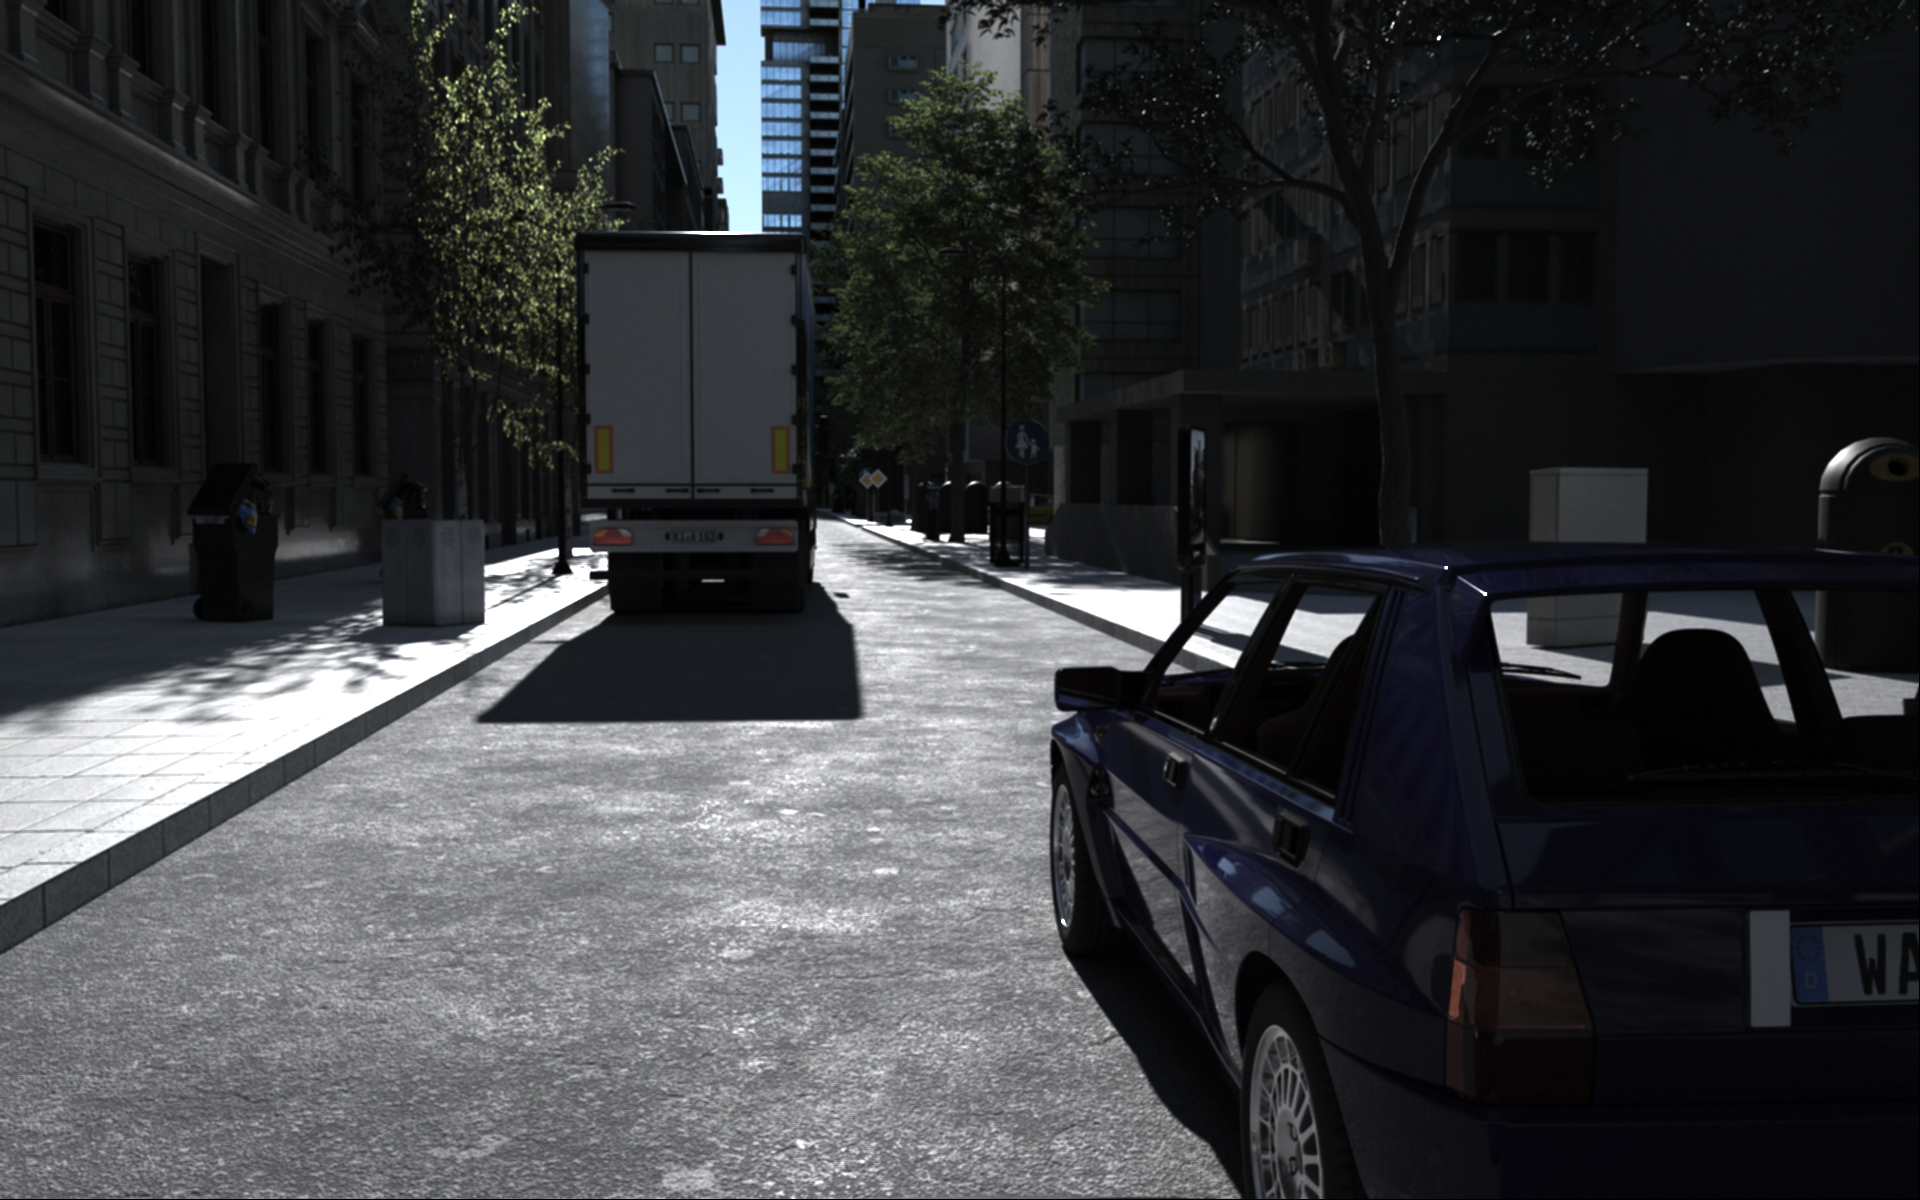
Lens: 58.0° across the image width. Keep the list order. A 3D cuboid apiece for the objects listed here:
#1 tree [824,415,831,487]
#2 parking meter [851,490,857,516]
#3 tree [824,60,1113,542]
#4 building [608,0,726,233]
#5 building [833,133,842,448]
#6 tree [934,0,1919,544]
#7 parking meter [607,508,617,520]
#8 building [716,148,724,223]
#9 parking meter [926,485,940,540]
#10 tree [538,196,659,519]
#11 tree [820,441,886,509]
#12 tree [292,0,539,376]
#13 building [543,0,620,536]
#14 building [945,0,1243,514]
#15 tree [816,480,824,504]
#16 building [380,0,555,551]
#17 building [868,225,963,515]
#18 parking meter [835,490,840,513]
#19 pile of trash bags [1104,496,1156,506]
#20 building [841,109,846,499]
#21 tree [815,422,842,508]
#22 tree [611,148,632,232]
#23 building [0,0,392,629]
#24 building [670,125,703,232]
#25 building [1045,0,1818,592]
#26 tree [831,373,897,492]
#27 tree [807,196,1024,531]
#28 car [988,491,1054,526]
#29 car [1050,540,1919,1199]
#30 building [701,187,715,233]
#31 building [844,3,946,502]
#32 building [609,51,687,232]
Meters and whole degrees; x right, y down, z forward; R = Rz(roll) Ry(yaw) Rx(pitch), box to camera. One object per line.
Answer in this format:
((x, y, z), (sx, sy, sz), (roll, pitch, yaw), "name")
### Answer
((-6.595, -9.711, 109.131), (4.737, 8.622, 4.395), (0, 3, 0), "tree")
((-6.296, -5.790, 103.084), (0.372, 1.533, 0.369), (0, 3, 0), "parking meter")
((0.349, -7.821, 46.006), (7.486, 12.596, 7.792), (0, 3, 0), "tree")
((-38.358, -35.862, 175.580), (28.713, 52.752, 27.495), (0, 4, -6), "building")
((-3.897, -36.122, 210.206), (23.786, 49.044, 30.456), (0, 4, -6), "building")
((3.148, -4.762, 12.265), (8.767, 10.594, 7.601), (0, 4, -1), "tree")
((-10.009, -2.546, 50.033), (0.372, 1.533, 0.369), (0, 3, 0), "parking meter")
((-43.895, -36.043, 208.904), (30.456, 49.044, 23.786), (0, 4, -6), "building")
((-0.752, -2.446, 48.398), (0.372, 1.533, 0.369), (0, 3, 0), "parking meter")
((-8.448, -5.657, 42.852), (4.737, 8.622, 4.395), (0, 3, 0), "tree")
((-4.643, -6.592, 91.494), (4.285, 4.588, 4.351), (0, 3, 0), "tree")
((-6.894, -4.490, 23.766), (4.360, 8.622, 3.978), (0, 3, 0), "tree")
((-21.883, -16.596, 57.250), (20.117, 28.700, 13.634), (0, 4, -6), "building")
((6.828, -24.582, 85.514), (14.086, 41.232, 14.154), (0, 4, -6), "building")
((-18.590, -14.275, 227.993), (1.663, 3.219, 1.824), (0, 3, 0), "tree")
((-15.794, -11.773, 41.644), (9.793, 20.994, 18.267), (0, 4, -6), "building")
((8.041, -17.014, 123.221), (27.650, 21.520, 28.899), (0, 4, -6), "building")
((-8.207, -6.577, 115.947), (0.372, 1.533, 0.369), (0, 3, 0), "parking meter")
((4.919, -2.076, 43.689), (3.447, 1.369, 1.912), (1, 4, 11), "pile of trash bags")
((-5.907, -30.843, 187.881), (14.154, 41.232, 14.086), (0, 4, -6), "building")
((-13.575, -13.380, 169.132), (4.360, 8.622, 3.978), (0, 3, 0), "tree")
((-7.756, -5.113, 33.960), (4.360, 8.622, 3.978), (0, 3, 0), "tree")
((-14.766, -11.357, 21.843), (11.583, 22.565, 21.152), (0, 4, -6), "building")
((-25.065, -19.831, 117.741), (14.314, 27.812, 24.014), (0, 4, -6), "building")
((18.530, -20.682, 30.025), (32.217, 40.220, 23.993), (0, 4, -6), "building")
((-5.113, -9.243, 101.486), (4.737, 8.622, 4.395), (0, 3, 0), "tree")
((-1.598, -8.195, 59.746), (9.928, 11.665, 9.643), (0, 3, 0), "tree")
((2.661, -3.884, 73.724), (3.980, 1.641, 2.015), (0, 4, -5), "car")
((1.272, 0.506, 4.306), (1.945, 1.354, 3.894), (0, 4, -5), "car")
((-29.293, -23.498, 155.897), (14.160, 30.474, 14.107), (0, 4, -6), "building")
((-0.214, -33.411, 169.972), (21.300, 48.544, 21.600), (0, 4, -6), "building")
((-22.223, -16.618, 90.763), (14.314, 24.678, 30.058), (0, 4, -6), "building")
